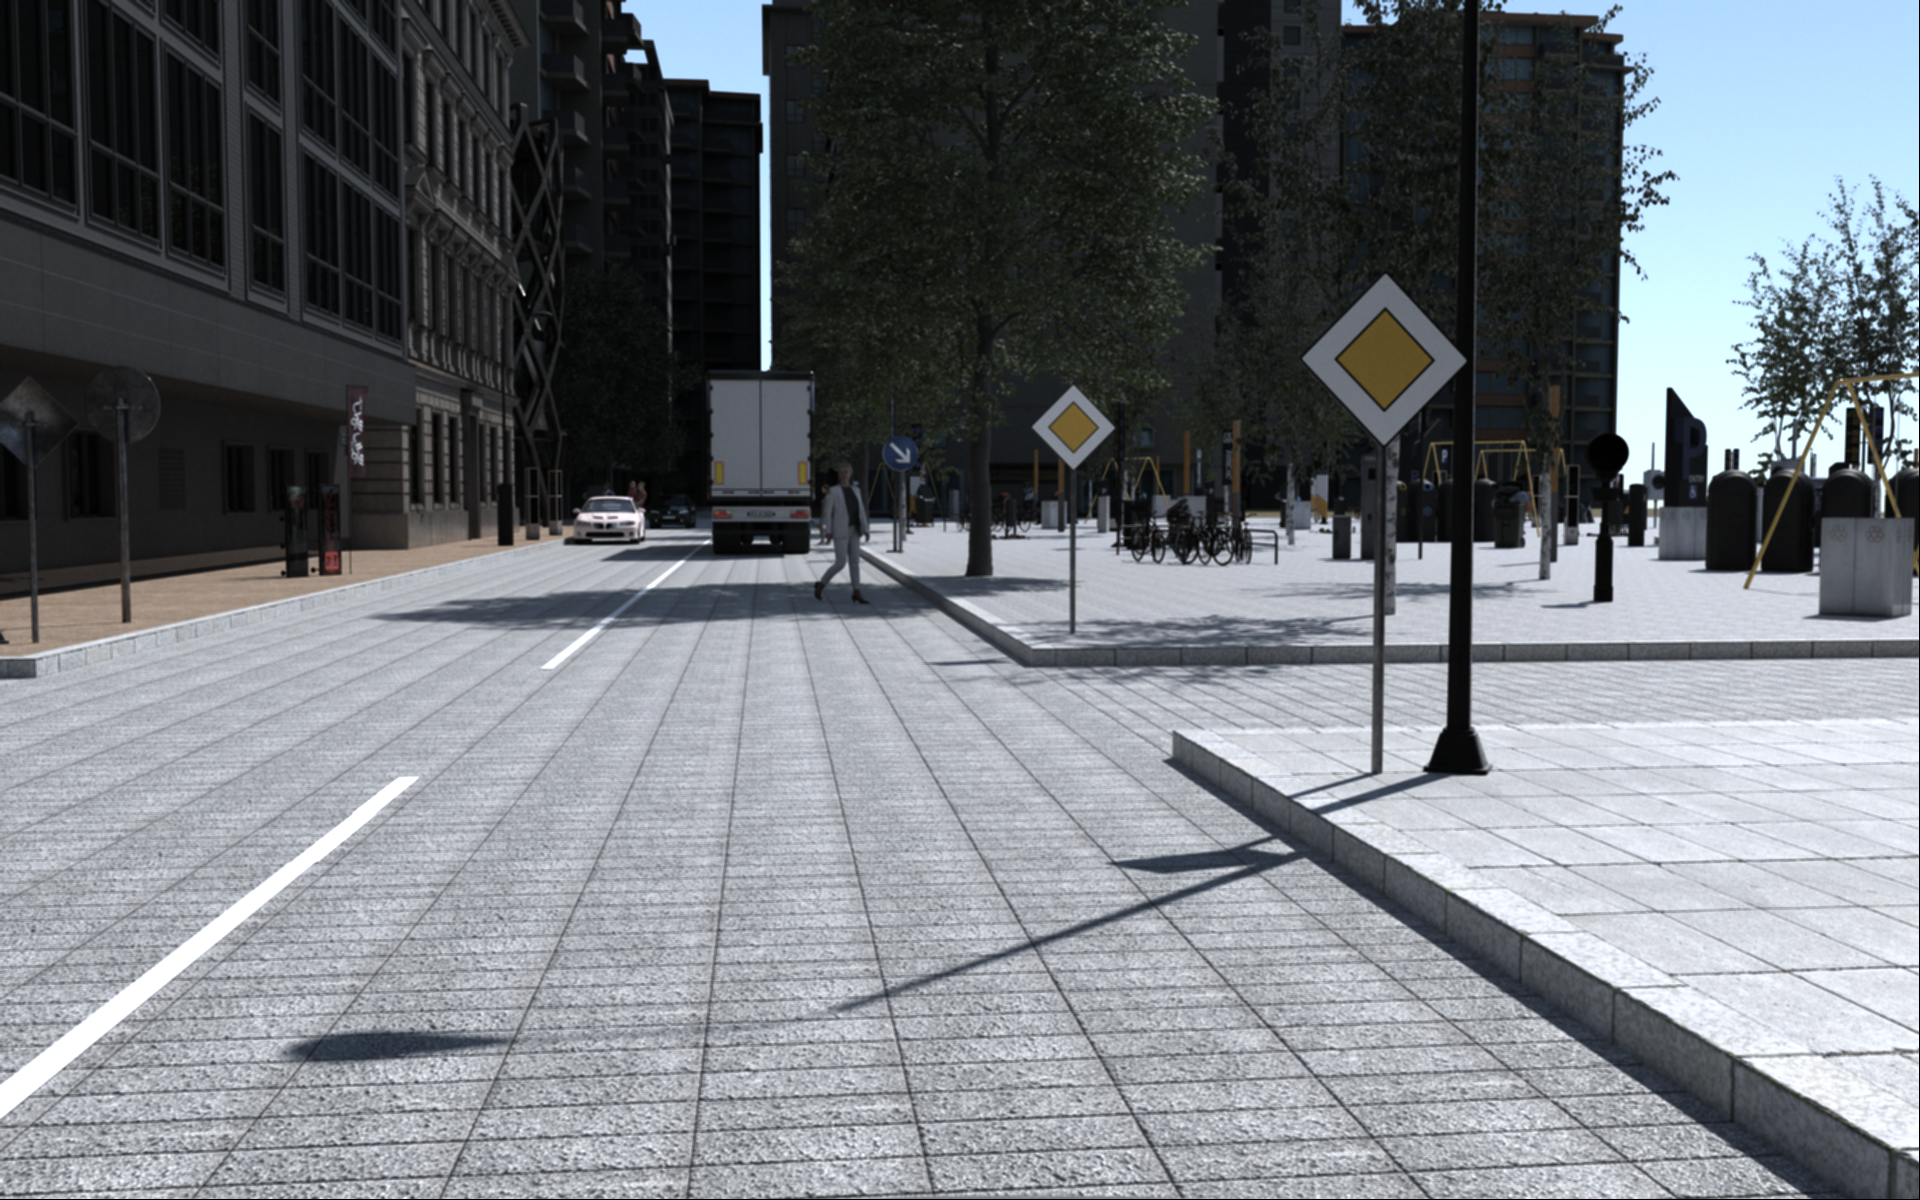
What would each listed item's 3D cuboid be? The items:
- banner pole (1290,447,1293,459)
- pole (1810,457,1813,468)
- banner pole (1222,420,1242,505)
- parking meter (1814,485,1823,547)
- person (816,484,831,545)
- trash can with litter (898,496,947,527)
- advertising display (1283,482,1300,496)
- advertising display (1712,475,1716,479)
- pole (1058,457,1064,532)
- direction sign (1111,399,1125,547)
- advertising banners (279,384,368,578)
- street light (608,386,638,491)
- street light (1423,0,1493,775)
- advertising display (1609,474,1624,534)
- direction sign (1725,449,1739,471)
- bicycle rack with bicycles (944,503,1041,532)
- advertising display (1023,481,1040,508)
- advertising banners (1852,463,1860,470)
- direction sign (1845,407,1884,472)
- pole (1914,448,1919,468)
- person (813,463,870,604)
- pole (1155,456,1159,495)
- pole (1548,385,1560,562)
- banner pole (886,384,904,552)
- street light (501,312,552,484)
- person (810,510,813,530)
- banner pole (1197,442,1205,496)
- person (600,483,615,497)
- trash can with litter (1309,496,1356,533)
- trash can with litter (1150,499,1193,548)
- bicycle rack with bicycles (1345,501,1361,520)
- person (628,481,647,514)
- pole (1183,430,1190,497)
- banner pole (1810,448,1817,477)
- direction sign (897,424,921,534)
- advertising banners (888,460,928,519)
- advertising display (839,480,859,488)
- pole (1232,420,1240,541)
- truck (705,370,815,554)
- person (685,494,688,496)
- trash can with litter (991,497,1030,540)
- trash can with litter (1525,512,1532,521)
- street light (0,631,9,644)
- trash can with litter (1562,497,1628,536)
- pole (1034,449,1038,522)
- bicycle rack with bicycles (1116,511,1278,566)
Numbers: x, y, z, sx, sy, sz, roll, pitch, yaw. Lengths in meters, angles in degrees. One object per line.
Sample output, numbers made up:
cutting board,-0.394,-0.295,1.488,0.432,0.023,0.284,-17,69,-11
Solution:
banner pole,16.010,-5.728,83.663,0.401,3.779,0.863,0,4,0
pole,47.136,-6.239,95.849,0.158,3.312,0.155,0,3,0
banner pole,9.271,-4.205,58.774,0.863,3.779,0.401,2,4,28
parking meter,20.937,-2.056,42.031,0.372,1.533,0.369,0,3,0
person,-3.755,-2.392,48.608,0.522,1.701,0.512,0,4,2
trash can with litter,-1.651,-3.479,67.934,1.678,1.210,2.233,-2,4,-32
advertising display,17.557,-5.299,91.849,0.123,1.923,0.974,-3,5,-45
advertising display,26.405,-3.329,59.639,0.974,1.923,0.123,0,4,5
pole,3.426,-3.958,58.561,0.158,3.312,0.155,0,3,0
direction sign,3.833,-3.042,41.732,0.379,3.537,0.876,-1,4,-9
advertising banners,-9.944,-1.897,27.211,0.090,3.025,2.074,1,4,19
street light,-14.485,-6.219,74.221,1.470,5.913,1.316,0,4,-6
street light,1.783,-2.159,7.838,1.470,5.913,1.316,0,4,-6
advertising display,21.031,-3.078,55.532,0.123,1.923,0.974,0,4,2
direction sign,38.614,-5.793,86.710,0.379,3.537,0.876,-1,4,-22
bicycle rack with bicycles,0.716,-2.802,59.192,2.852,0.926,2.925,-2,4,-28
advertising display,3.530,-4.925,85.734,0.974,1.923,0.123,3,5,42
advertising banners,49.324,-6.153,96.794,2.074,3.025,0.090,0,4,-7
direction sign,23.582,-3.256,45.231,0.876,3.537,0.379,2,4,27
pole,42.648,-5.104,77.301,0.158,3.312,0.155,0,3,0
person,-1.549,-0.878,22.734,0.818,1.842,0.514,2,4,31
pole,10.488,-6.006,92.042,0.158,3.312,0.155,0,3,0
pole,11.155,-2.371,32.605,0.158,3.312,0.155,0,3,0
banner pole,-1.472,-2.963,38.455,0.401,3.779,0.863,-1,4,-9
street light,-11.105,-4.388,44.284,1.470,5.913,1.316,0,4,-6
person,-6.239,-3.698,69.151,0.728,1.800,0.709,1,4,14
banner pole,11.596,-5.715,83.455,0.401,3.779,0.863,3,4,37
person,-11.400,-2.877,55.729,0.721,1.800,0.419,1,4,18
trash can with litter,12.433,-2.833,57.385,1.678,1.210,2.233,-1,4,-22
trash can with litter,5.006,-1.842,41.509,1.055,1.170,0.624,0,4,-4
bicycle rack with bicycles,20.448,-4.507,87.067,2.852,0.926,2.925,-1,4,-11
person,-10.056,-2.777,53.885,0.580,1.828,0.573,-1,4,-19
pole,7.279,-3.778,55.618,0.158,3.312,0.155,0,3,0
banner pole,46.462,-6.383,94.385,0.863,3.779,0.401,-3,5,-40
direction sign,-1.673,-3.898,55.729,0.876,3.537,0.379,-1,4,-16
advertising banners,-2.627,-5.637,88.359,2.074,3.025,0.090,-1,4,-15
advertising display,-5.128,-4.603,80.467,0.974,1.923,0.123,1,4,13
pole,7.617,-3.299,47.790,0.158,3.312,0.155,0,3,0
truck,-5.163,-3.429,44.974,2.839,4.237,11.283,0,4,-6
person,-16.764,-5.751,105.748,0.599,1.433,0.991,0,4,-6
trash can with litter,1.189,-2.348,49.442,1.678,1.210,2.233,2,4,27
trash can with litter,27.297,-4.431,83.509,2.233,1.210,1.678,-2,4,-32
street light,-7.809,-2.578,14.694,1.470,5.913,1.316,0,4,-6
trash can with litter,19.543,-2.558,52.882,2.233,1.210,1.678,1,4,12
pole,3.469,-5.215,79.102,0.158,3.312,0.155,0,3,0
bicycle rack with bicycles,4.638,-1.145,32.097,2.852,0.926,2.925,-1,4,-10
